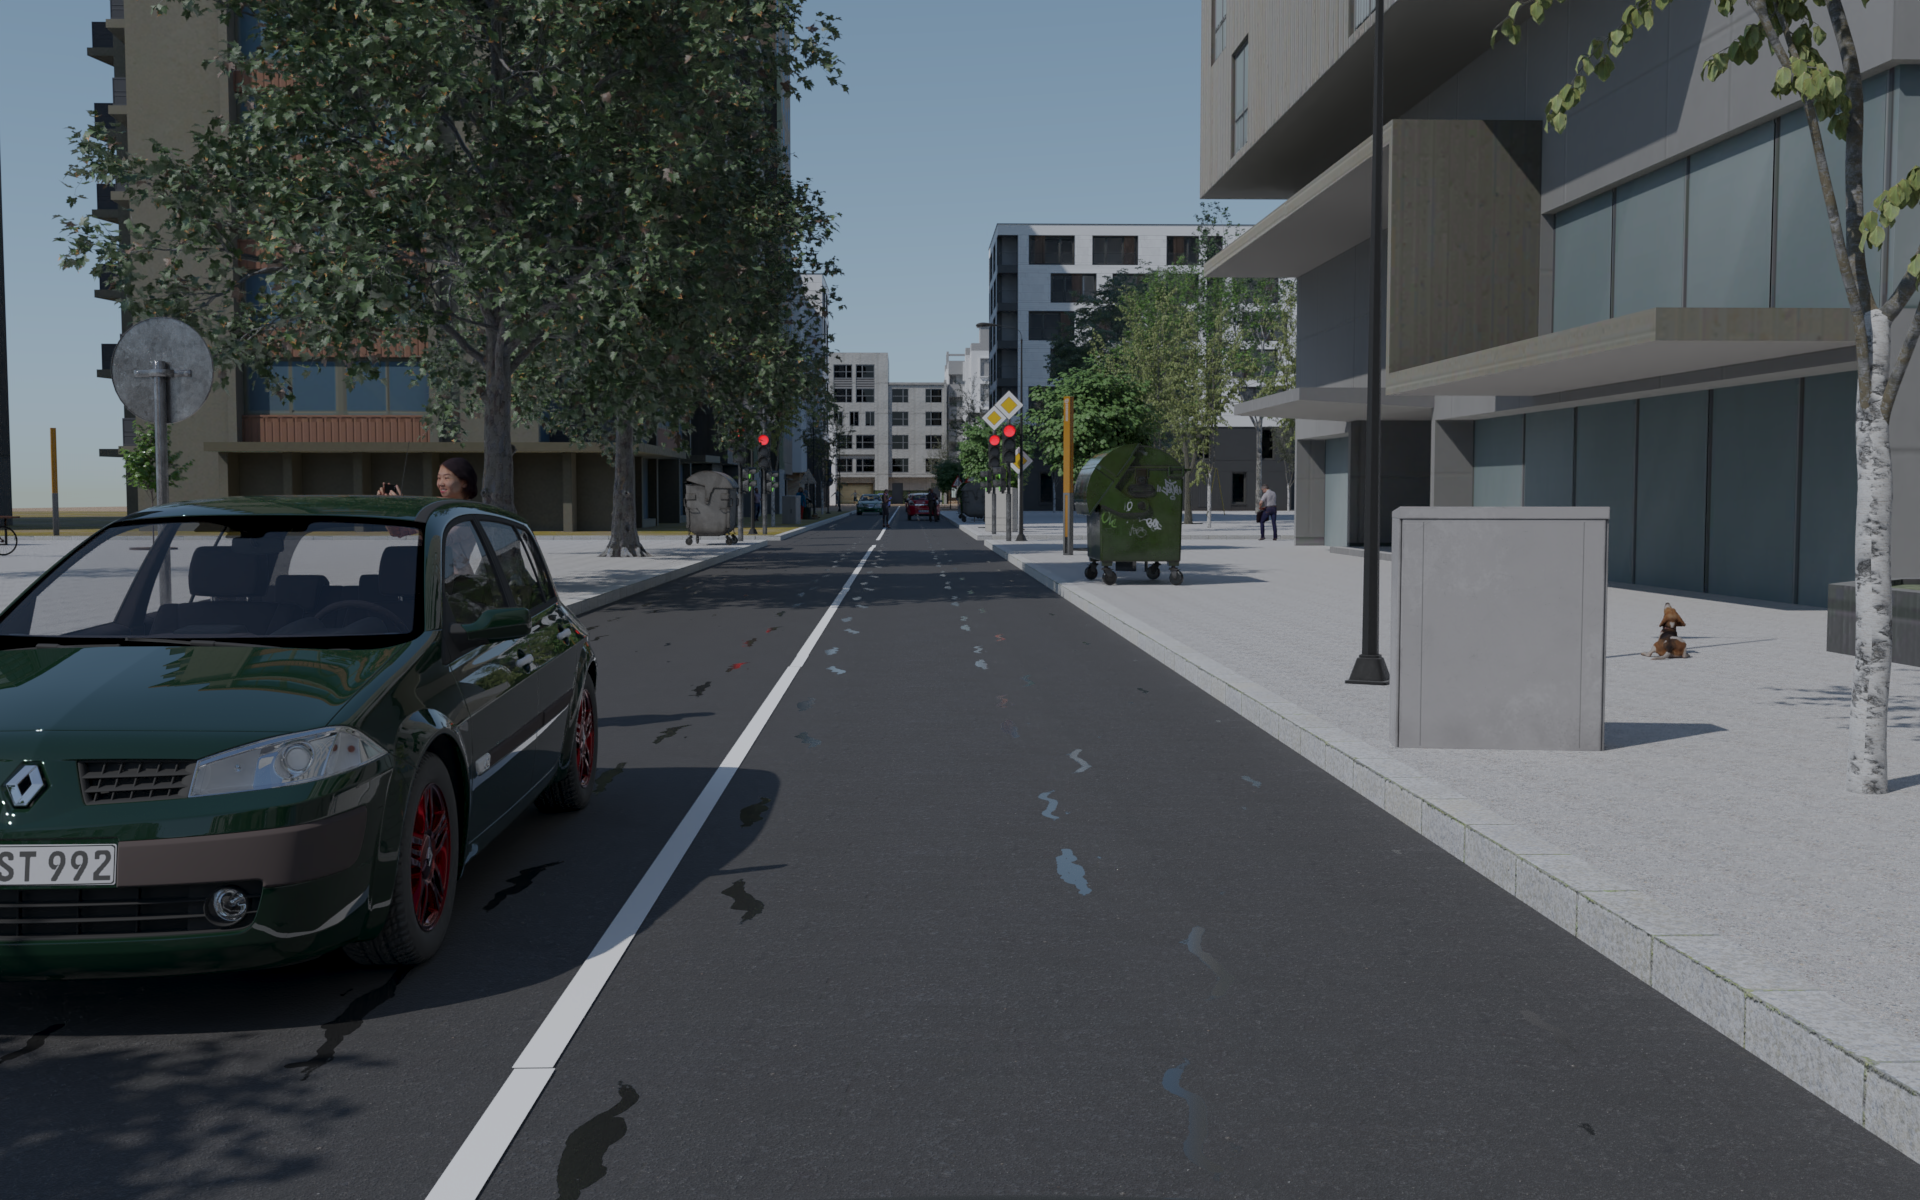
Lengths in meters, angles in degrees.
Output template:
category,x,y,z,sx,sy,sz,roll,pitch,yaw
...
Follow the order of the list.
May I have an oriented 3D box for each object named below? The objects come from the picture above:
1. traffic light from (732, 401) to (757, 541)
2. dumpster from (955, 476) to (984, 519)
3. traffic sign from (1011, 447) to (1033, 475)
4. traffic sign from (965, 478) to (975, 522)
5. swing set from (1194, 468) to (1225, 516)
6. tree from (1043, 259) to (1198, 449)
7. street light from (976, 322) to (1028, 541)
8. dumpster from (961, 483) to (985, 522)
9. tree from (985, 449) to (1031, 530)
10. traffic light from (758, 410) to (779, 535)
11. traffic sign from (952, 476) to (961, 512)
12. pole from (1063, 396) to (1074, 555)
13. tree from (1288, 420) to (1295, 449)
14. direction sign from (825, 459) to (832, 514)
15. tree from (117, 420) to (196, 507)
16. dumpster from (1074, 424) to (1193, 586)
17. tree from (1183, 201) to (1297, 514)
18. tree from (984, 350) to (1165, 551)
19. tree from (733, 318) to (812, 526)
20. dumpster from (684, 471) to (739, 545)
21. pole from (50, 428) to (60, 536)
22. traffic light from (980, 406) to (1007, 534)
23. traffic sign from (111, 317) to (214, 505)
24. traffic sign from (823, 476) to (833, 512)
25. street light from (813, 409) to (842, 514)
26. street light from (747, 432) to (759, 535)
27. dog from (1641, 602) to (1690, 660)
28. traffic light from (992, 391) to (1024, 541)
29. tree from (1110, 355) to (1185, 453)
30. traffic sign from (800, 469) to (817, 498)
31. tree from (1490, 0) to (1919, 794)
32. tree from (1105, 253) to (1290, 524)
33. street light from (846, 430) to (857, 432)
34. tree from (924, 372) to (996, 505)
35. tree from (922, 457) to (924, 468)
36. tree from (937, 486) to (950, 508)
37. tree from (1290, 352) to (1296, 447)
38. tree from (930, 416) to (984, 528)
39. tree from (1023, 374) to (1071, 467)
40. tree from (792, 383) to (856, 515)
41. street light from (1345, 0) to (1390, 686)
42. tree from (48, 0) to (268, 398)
category,x,y,z,sx,sy,sz,roll,pitch,yaw
traffic light,-5.929,-3.544,46.858,0.839,4.253,0.868,0,4,-2
dumpster,0.542,-5.334,89.698,1.502,2.255,1.985,0,4,-2
traffic sign,1.649,-2.946,47.908,0.795,2.593,0.064,0,3,0
traffic sign,0.673,-4.908,80.247,0.884,2.594,0.081,0,4,4
swing set,13.949,-6.509,104.041,3.119,2.851,2.862,2,4,31
tree,8.600,-11.545,95.417,9.857,13.997,8.962,0,3,0
street light,1.127,-4.554,47.003,1.470,5.913,1.316,0,4,-2
dumpster,0.692,-4.492,79.198,1.264,1.857,1.865,0,4,-2
tree,1.892,-4.099,61.615,1.663,3.219,1.824,0,3,0
traffic light,-6.171,-4.032,54.839,0.839,4.253,0.868,0,4,-2
traffic sign,-0.152,-7.496,122.563,0.884,2.594,0.081,0,4,1
pole,2.271,-2.595,36.264,0.158,3.312,0.155,0,3,0
tree,19.812,-9.272,86.007,7.601,10.594,8.767,2,4,24
direction sign,-8.613,-7.412,113.191,0.379,3.537,0.876,2,4,25
tree,-18.500,-2.774,39.948,1.663,3.219,1.824,0,3,0
dumpster,2.483,-1.378,25.020,1.502,2.255,1.985,0,4,-2
tree,18.296,-15.740,113.241,12.611,20.169,13.585,0,3,0
tree,2.983,-3.412,39.497,4.285,4.588,4.351,0,3,0
tree,-7.534,-7.247,68.852,4.737,8.622,4.395,0,3,0
dumpster,-6.303,-2.334,43.922,1.264,1.857,1.865,0,4,-2
pole,-27.864,-3.637,53.302,0.158,3.312,0.155,0,3,0
traffic light,1.066,-4.046,55.074,0.839,4.253,0.868,0,4,-2
traffic sign,-5.750,-0.758,12.491,0.768,2.556,0.104,0,4,4
traffic sign,-8.898,-7.124,116.576,0.768,2.556,0.104,0,4,2
street light,-7.079,-7.202,90.293,1.470,5.913,1.316,0,4,-2
street light,-6.023,-5.027,54.735,1.470,5.913,1.316,0,4,-2
dog,5.550,0.244,13.740,0.748,0.427,0.550,-2,4,-30
traffic light,1.309,-3.558,47.093,0.839,4.253,0.868,0,4,-2
tree,8.981,-8.270,85.575,4.360,8.622,3.978,0,3,0
traffic sign,-7.690,-5.366,87.744,0.884,2.594,0.081,0,4,-1
tree,3.685,-3.473,7.139,4.737,8.622,4.395,0,3,0
tree,9.870,-9.045,73.646,9.928,11.665,9.643,0,3,0
street light,-8.205,-9.374,125.804,1.470,5.913,1.316,0,4,-2
tree,0.914,-9.500,105.691,4.360,8.622,3.978,0,3,0
tree,-2.257,-15.353,201.376,4.360,8.622,3.978,0,3,0
tree,-1.496,-10.344,163.723,1.663,3.219,1.824,0,3,0
tree,22.957,-11.196,100.068,9.611,12.733,9.660,0,3,0
tree,1.369,-4.995,65.375,4.285,4.588,4.351,0,3,0
tree,7.896,-11.709,125.862,8.767,10.594,7.601,1,4,13
tree,-8.583,-9.645,108.053,4.360,8.622,3.978,0,3,0
street light,2.246,-2.388,11.585,1.470,5.913,1.316,0,4,-2
tree,-6.238,-6.486,23.058,9.611,12.733,9.660,0,3,0
